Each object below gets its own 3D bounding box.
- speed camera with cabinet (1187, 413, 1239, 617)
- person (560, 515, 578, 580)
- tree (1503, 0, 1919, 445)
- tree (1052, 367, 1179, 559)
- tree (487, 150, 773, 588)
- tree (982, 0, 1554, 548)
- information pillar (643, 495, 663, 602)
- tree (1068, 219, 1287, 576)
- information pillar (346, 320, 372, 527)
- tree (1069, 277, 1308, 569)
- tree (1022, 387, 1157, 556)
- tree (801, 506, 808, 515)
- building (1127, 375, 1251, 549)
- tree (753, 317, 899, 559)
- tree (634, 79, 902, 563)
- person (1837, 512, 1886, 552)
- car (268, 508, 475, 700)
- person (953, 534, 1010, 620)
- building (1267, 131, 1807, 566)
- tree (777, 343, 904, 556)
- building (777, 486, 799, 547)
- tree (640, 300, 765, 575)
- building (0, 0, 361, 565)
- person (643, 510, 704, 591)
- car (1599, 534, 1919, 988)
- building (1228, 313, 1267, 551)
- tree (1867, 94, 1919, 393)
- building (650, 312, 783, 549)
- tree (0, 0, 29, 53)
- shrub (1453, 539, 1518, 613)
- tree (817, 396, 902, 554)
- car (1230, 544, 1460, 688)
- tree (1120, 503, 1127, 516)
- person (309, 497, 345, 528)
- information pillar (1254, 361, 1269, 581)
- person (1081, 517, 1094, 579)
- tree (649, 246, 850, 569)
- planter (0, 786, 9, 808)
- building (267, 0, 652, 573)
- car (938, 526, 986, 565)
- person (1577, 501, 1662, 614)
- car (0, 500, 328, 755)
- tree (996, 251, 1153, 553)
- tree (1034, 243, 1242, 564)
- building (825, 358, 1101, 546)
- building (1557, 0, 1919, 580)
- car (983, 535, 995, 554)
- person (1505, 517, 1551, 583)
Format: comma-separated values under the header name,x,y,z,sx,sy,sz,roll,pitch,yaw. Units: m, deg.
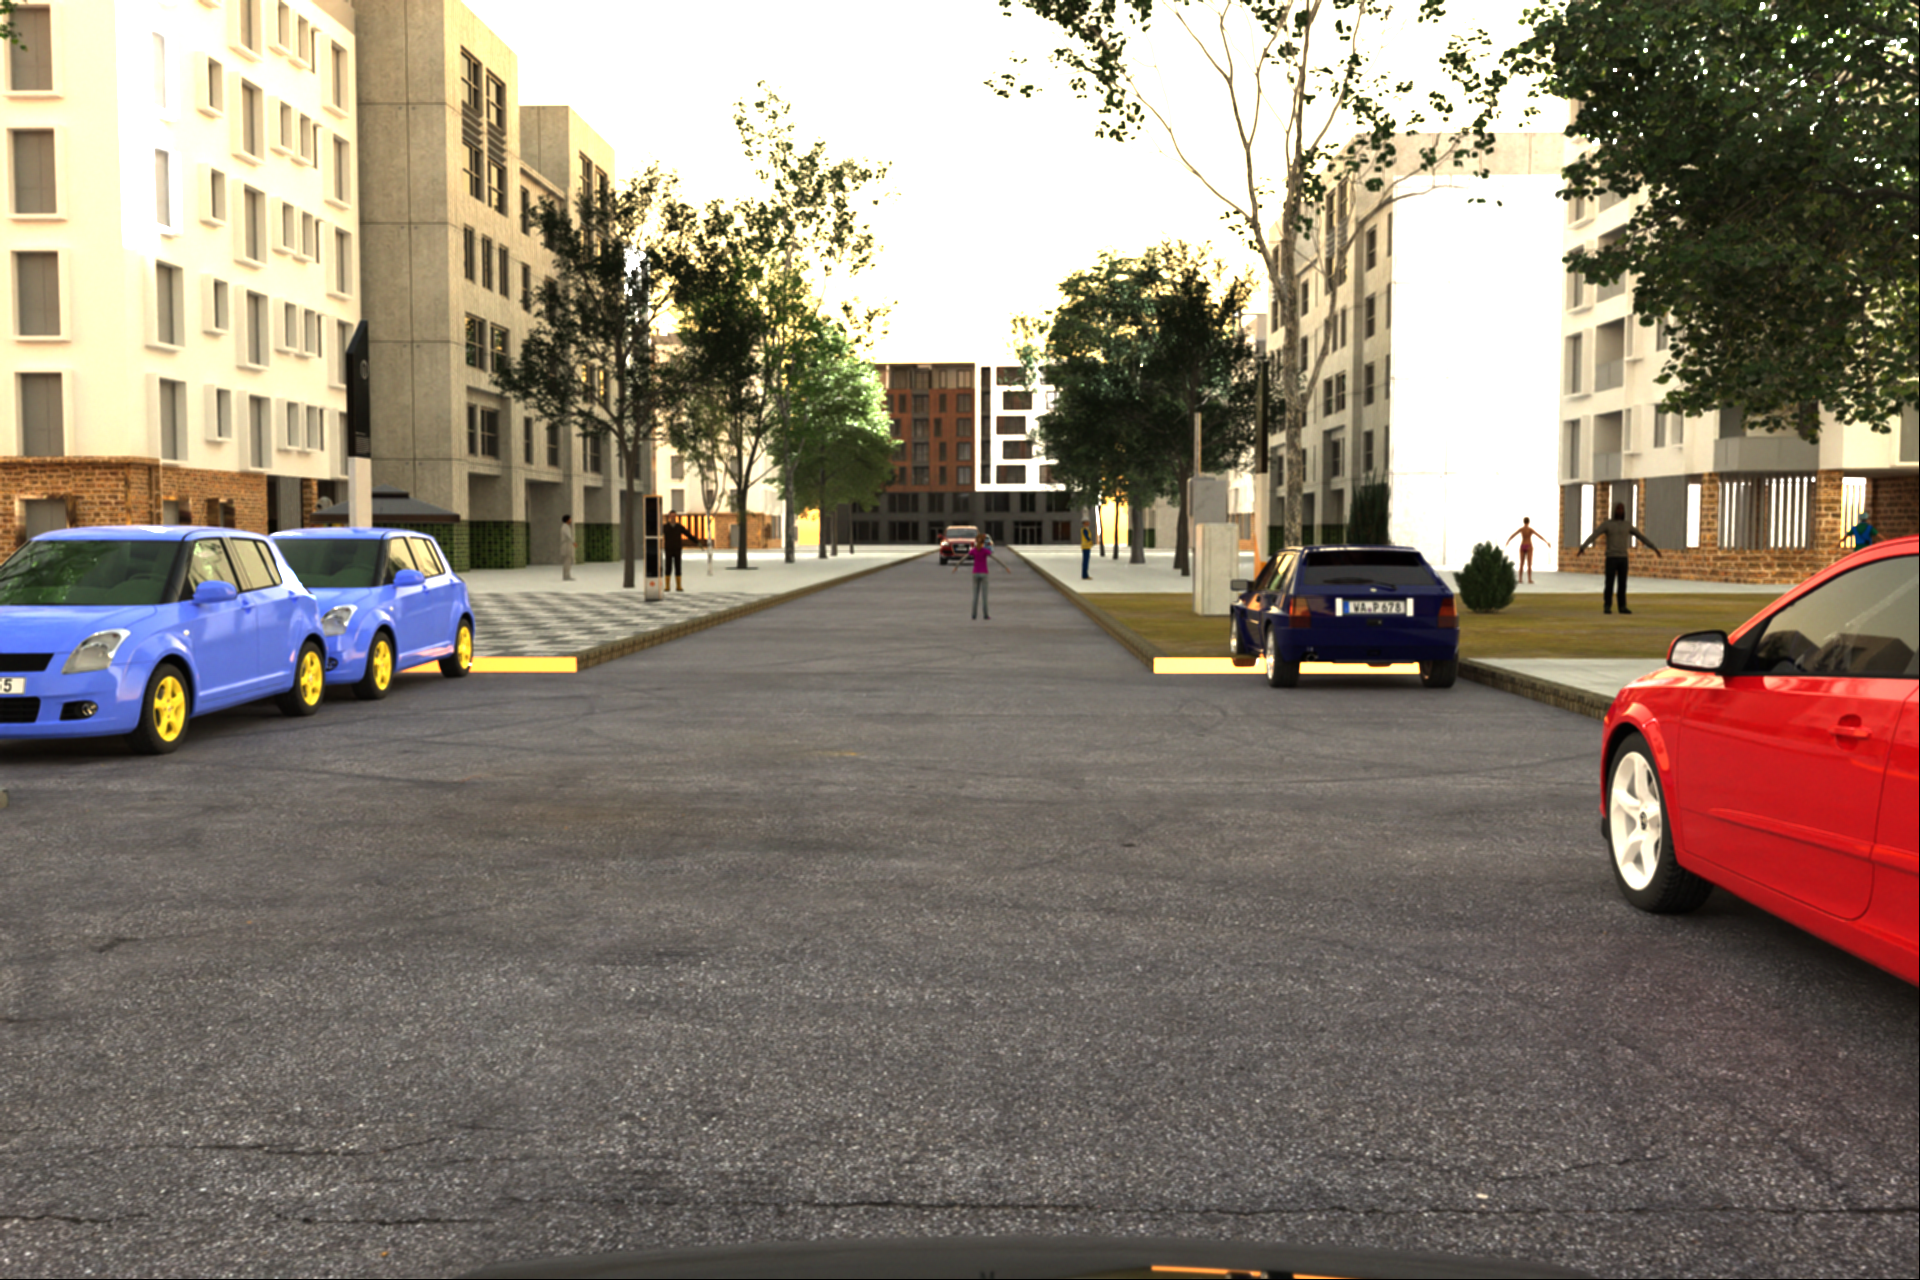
name,x,y,z,sx,sy,sz,roll,pitch,yaw
speed camera with cabinet,4.044,-2.036,27.629,0.660,3.252,2.038,0,4,1
person,-10.864,-2.558,48.012,0.705,1.806,1.347,-2,4,-25
tree,9.850,-6.686,15.973,9.857,13.997,8.962,0,3,0
tree,8.238,-9.396,88.035,7.601,10.594,8.767,-2,4,-27
tree,-7.688,-6.546,41.436,8.767,10.594,7.601,3,5,42
tree,6.376,-11.098,37.342,12.611,20.169,13.585,0,3,0
information pillar,-5.843,-1.745,33.026,0.304,2.012,0.304,0,4,3
tree,6.578,-7.218,52.431,7.601,10.594,8.767,-2,4,-31
information pillar,-6.510,-1.679,18.809,0.183,3.616,0.504,0,4,1
tree,8.084,-7.870,63.086,8.767,10.594,7.601,-1,4,-18
tree,8.064,-10.087,99.332,8.767,10.594,7.601,-1,4,-23
tree,-21.192,-16.774,208.669,7.601,10.594,8.767,0,4,0
building,25.612,-18.277,165.288,16.747,18.905,31.486,0,4,1
tree,-7.058,-10.523,90.180,7.486,12.596,7.792,0,3,0
tree,-8.560,-13.419,75.287,12.611,20.169,13.585,0,3,0
person,22.284,-2.238,42.715,0.704,1.817,1.347,-3,5,-39
car,-5.811,-0.398,16.103,1.945,1.707,3.694,0,4,1
person,0.354,-1.062,29.080,0.991,1.433,0.599,1,4,12
building,25.913,-13.359,84.870,16.747,18.905,31.486,0,4,1
tree,-7.032,-11.230,101.735,7.486,12.596,7.792,0,3,0
building,-21.429,-14.732,183.016,9.099,9.664,28.070,0,4,0
tree,-7.719,-6.327,53.802,4.360,8.622,3.978,0,3,0
building,-24.395,-11.373,42.361,16.016,20.090,11.380,0,4,2
person,-6.426,-1.998,38.803,1.346,1.812,0.704,-1,4,-13
car,3.428,0.230,5.284,2.155,1.783,4.494,0,4,1
building,27.755,-17.640,144.838,16.016,20.090,11.380,0,4,1
tree,16.827,-4.793,28.721,4.737,8.622,4.395,0,3,0
building,-21.773,-17.840,148.111,16.016,20.090,11.380,0,4,2
tree,-11.999,-5.467,15.136,9.928,11.665,9.643,0,3,0
shrub,8.530,-1.038,28.095,1.383,1.207,1.383,0,3,0
tree,-7.313,-10.860,111.981,7.601,10.594,8.767,-2,4,-32
car,3.778,-0.301,17.501,1.945,1.354,3.894,0,4,1
tree,23.037,-16.909,210.869,7.601,10.594,8.767,0,4,3
person,-9.814,-1.283,26.753,0.705,1.858,1.354,2,4,30
information pillar,4.135,-1.982,23.759,0.183,3.616,0.504,0,4,-1
person,3.646,-2.604,49.047,0.721,1.772,1.216,0,4,-3
tree,-7.889,-8.388,62.905,9.928,11.665,9.643,0,3,0
planter,-6.008,0.764,8.643,1.991,0.319,1.994,0,4,1
building,-24.439,-12.569,71.968,16.747,18.905,31.486,0,4,2
car,0.094,-4.479,81.910,2.281,1.827,5.304,0,4,1
person,10.599,-1.333,27.918,1.348,1.813,0.705,0,3,0
car,-5.955,-0.170,12.375,1.945,1.707,3.694,0,4,1
tree,8.564,-16.026,117.918,12.611,20.169,13.585,0,3,0
tree,7.633,-10.284,74.805,9.857,13.997,8.962,0,3,0
building,1.001,-22.532,214.832,32.646,21.610,27.936,0,4,6
building,25.302,-12.239,56.531,16.016,20.090,11.380,0,4,1
car,1.256,-6.021,110.444,2.014,1.417,4.499,0,4,0
person,14.840,-2.355,45.309,1.217,1.733,0.721,3,4,39
